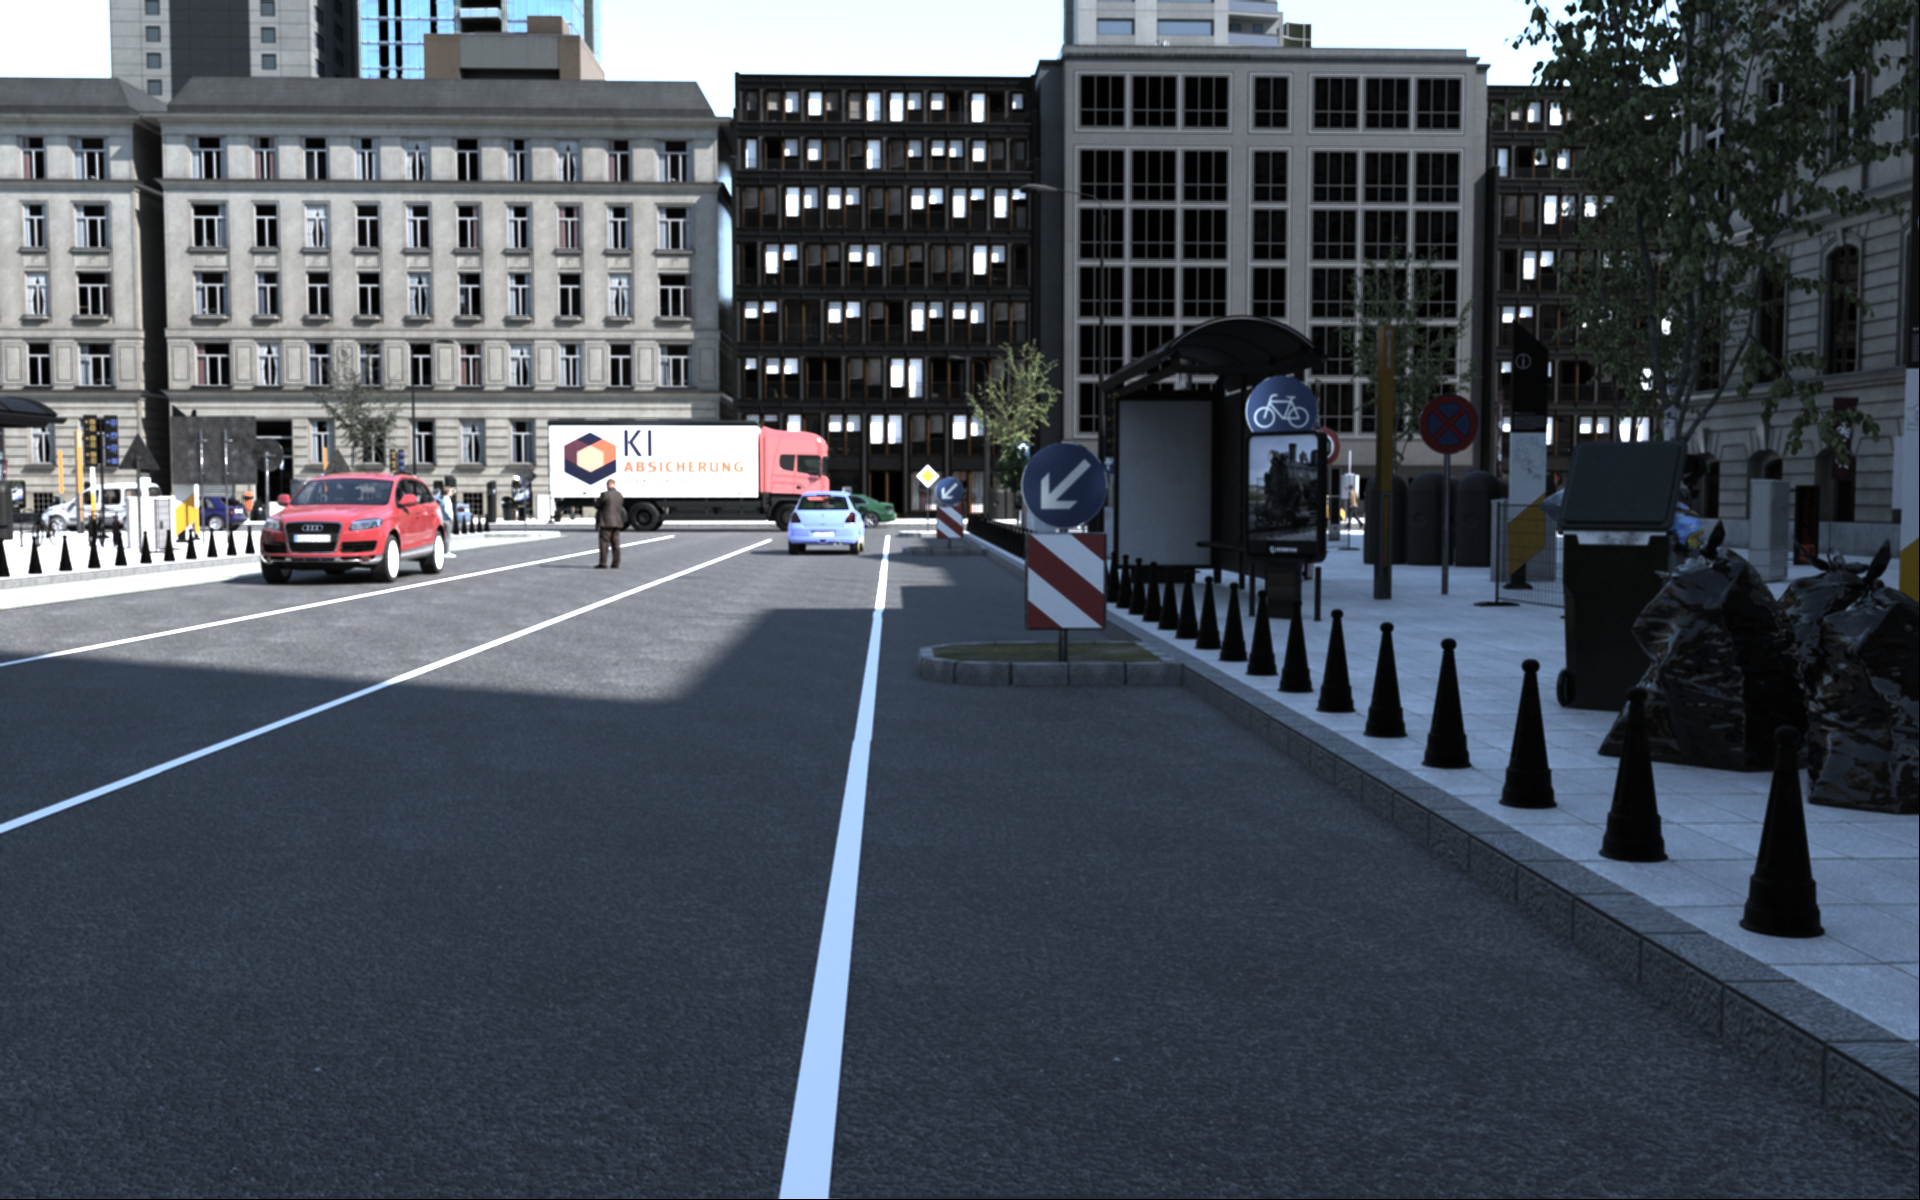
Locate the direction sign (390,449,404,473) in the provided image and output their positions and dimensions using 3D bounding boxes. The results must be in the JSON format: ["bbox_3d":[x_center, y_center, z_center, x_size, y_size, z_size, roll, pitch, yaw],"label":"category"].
[{"bbox_3d":[-28.527,-5.861,87.831,0.379,3.537,0.876,2,4,32],"label":"direction sign"}]

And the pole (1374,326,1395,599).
[{"bbox_3d":[5.175,-1.668,21.118,0.158,3.312,0.155,0,3,0],"label":"pole"}]

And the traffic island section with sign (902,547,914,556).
[{"bbox_3d":[-0.380,-1.990,41.166,1.989,1.847,2.006,0,4,-2],"label":"traffic island section with sign"}]

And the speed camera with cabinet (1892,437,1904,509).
[{"bbox_3d":[15.185,-1.938,26.024,2.038,3.252,0.660,0,4,2],"label":"speed camera with cabinet"}]

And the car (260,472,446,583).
[{"bbox_3d":[-10.267,-1.279,29.592,2.281,1.827,5.304,0,4,-4],"label":"car"}]

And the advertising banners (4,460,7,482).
[{"bbox_3d":[-49.406,-5.621,88.085,2.074,3.025,0.090,0,4,3],"label":"advertising banners"}]

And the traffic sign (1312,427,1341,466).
[{"bbox_3d":[6.804,-2.001,32.821,0.768,2.556,0.104,0,4,7],"label":"traffic sign"}]

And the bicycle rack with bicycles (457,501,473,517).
[{"bbox_3d":[-25.798,-4.538,87.581,2.852,0.926,2.925,-1,4,-21],"label":"bicycle rack with bicycles"}]

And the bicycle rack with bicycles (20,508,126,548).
[{"bbox_3d":[-21.733,-1.788,42.614,2.852,0.926,2.925,-1,4,-15],"label":"bicycle rack with bicycles"}]

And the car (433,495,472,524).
[{"bbox_3d":[-22.153,-3.565,70.297,4.499,1.417,2.014,0,4,-1],"label":"car"}]

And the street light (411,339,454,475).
[{"bbox_3d":[-15.857,-4.861,52.011,1.470,5.913,1.316,0,4,-2],"label":"street light"}]

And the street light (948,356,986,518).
[{"bbox_3d":[0.301,-5.261,58.553,1.470,5.913,1.316,0,4,-2],"label":"street light"}]

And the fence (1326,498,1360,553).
[{"bbox_3d":[8.401,-1.697,38.947,0.480,1.192,2.264,2,4,32],"label":"fence"}]

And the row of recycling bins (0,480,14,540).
[{"bbox_3d":[-27.124,-2.432,46.870,1.069,1.692,3.534,1,4,9],"label":"row of recycling bins"}]

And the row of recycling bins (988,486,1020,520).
[{"bbox_3d":[2.417,-4.957,88.165,1.069,1.692,3.534,2,4,23],"label":"row of recycling bins"}]

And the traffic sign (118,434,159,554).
[{"bbox_3d":[-17.690,-2.282,37.314,0.884,2.594,0.081,0,4,0],"label":"traffic sign"}]

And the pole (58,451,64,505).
[{"bbox_3d":[-42.154,-5.345,81.229,0.158,3.312,0.155,0,3,0],"label":"pole"}]

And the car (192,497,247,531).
[{"bbox_3d":[-30.024,-3.362,67.541,3.894,1.354,1.945,0,4,-2],"label":"car"}]

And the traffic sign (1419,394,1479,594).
[{"bbox_3d":[6.216,-1.347,22.131,0.768,2.556,0.104,0,4,-1],"label":"traffic sign"}]

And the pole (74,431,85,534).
[{"bbox_3d":[-28.366,-3.788,55.782,0.158,3.312,0.155,0,3,0],"label":"pole"}]

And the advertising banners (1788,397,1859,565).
[{"bbox_3d":[15.252,-2.142,31.202,2.074,3.025,0.090,-1,4,-12],"label":"advertising banners"}]

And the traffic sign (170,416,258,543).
[{"bbox_3d":[-19.485,-3.142,45.247,2.265,3.308,0.079,0,4,2],"label":"traffic sign"}]

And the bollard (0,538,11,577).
[{"bbox_3d":[-14.812,-0.657,26.776,0.229,0.601,0.229,0,3,0],"label":"bollard"}]

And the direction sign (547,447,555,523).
[{"bbox_3d":[-18.004,-5.141,76.060,0.379,3.537,0.876,-1,4,-20],"label":"direction sign"}]

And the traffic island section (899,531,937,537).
[{"bbox_3d":[-1.068,-2.223,58.627,2.009,0.180,2.903,0,4,-2],"label":"traffic island section"}]

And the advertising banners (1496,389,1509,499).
[{"bbox_3d":[8.951,-1.967,28.340,0.090,3.025,2.074,1,4,8],"label":"advertising banners"}]

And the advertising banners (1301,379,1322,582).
[{"bbox_3d":[5.207,-1.815,25.860,0.090,3.025,2.074,1,4,21],"label":"advertising banners"}]

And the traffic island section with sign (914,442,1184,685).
[{"bbox_3d":[0.660,-0.325,13.939,1.989,1.847,2.006,0,4,-2],"label":"traffic island section with sign"}]

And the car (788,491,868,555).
[{"bbox_3d":[-3.233,-1.995,42.212,1.945,1.707,3.694,0,4,-1],"label":"car"}]

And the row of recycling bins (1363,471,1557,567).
[{"bbox_3d":[8.917,-1.465,31.061,3.534,1.692,1.069,3,4,36],"label":"row of recycling bins"}]

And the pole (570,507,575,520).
[{"bbox_3d":[-19.016,-5.571,84.936,0.158,3.312,0.155,0,3,0],"label":"pole"}]

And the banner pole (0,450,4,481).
[{"bbox_3d":[-47.781,-5.869,85.967,0.863,3.779,0.401,1,4,12],"label":"banner pole"}]

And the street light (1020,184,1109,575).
[{"bbox_3d":[1.597,-3.280,26.167,1.470,5.913,1.316,0,4,-2],"label":"street light"}]

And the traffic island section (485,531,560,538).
[{"bbox_3d":[-14.599,-2.191,58.111,2.009,0.180,2.903,0,4,-2],"label":"traffic island section"}]

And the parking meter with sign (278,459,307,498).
[{"bbox_3d":[-32.573,-5.446,85.301,1.738,3.016,0.543,0,4,-2],"label":"parking meter with sign"}]

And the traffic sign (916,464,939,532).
[{"bbox_3d":[-1.091,-3.358,58.549,0.795,2.450,0.064,0,4,-2],"label":"traffic sign"}]

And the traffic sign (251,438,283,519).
[{"bbox_3d":[-15.727,-2.399,39.328,0.768,2.556,0.104,0,4,7],"label":"traffic sign"}]

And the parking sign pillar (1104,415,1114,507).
[{"bbox_3d":[5.133,-4.222,57.510,1.447,3.967,1.447,3,5,41],"label":"parking sign pillar"}]

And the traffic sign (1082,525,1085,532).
[{"bbox_3d":[3.608,-3.090,50.521,0.884,2.594,0.081,0,4,2],"label":"traffic sign"}]

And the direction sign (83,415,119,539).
[{"bbox_3d":[-24.674,-3.536,49.812,0.876,3.537,0.379,-2,4,-23],"label":"direction sign"}]

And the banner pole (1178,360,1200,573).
[{"bbox_3d":[3.691,-2.350,28.444,0.401,3.779,0.863,-1,4,-10],"label":"banner pole"}]

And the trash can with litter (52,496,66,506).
[{"bbox_3d":[-45.097,-4.636,87.179,1.055,1.170,0.624,0,4,5],"label":"trash can with litter"}]

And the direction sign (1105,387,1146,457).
[{"bbox_3d":[3.486,-2.727,36.582,0.876,3.537,0.379,2,4,23],"label":"direction sign"}]

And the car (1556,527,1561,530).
[{"bbox_3d":[24.818,-3.362,66.977,4.499,1.417,2.014,0,4,-1],"label":"car"}]

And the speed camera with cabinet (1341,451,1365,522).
[{"bbox_3d":[18.399,-5.155,78.627,2.038,3.252,0.660,2,4,28],"label":"speed camera with cabinet"}]

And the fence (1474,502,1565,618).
[{"bbox_3d":[6.314,-0.467,18.846,0.480,1.192,2.264,0,4,-8],"label":"fence"}]

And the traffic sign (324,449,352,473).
[{"bbox_3d":[-17.872,-3.043,49.760,0.884,2.594,0.081,0,4,1],"label":"traffic sign"}]

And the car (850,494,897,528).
[{"bbox_3d":[-5.177,-3.820,74.248,4.920,1.459,2.131,0,4,-1],"label":"car"}]

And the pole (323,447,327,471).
[{"bbox_3d":[-27.776,-5.017,75.877,0.158,3.312,0.155,0,3,0],"label":"pole"}]

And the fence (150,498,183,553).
[{"bbox_3d":[-17.751,-1.674,38.570,0.480,1.192,2.264,-1,4,-16],"label":"fence"}]

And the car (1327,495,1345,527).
[{"bbox_3d":[14.603,-3.957,74.915,3.980,1.641,2.015,0,4,-3],"label":"car"}]

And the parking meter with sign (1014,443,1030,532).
[{"bbox_3d":[2.419,-3.807,58.511,0.543,3.016,1.738,-1,4,-21],"label":"parking meter with sign"}]

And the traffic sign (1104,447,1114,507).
[{"bbox_3d":[3.946,-2.752,45.105,0.768,2.556,0.104,0,4,-1],"label":"traffic sign"}]

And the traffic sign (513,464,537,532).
[{"bbox_3d":[-14.576,-3.328,58.050,0.795,2.450,0.064,0,4,-2],"label":"traffic sign"}]

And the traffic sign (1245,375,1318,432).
[{"bbox_3d":[3.441,-1.133,18.635,0.768,2.556,0.104,0,4,2],"label":"traffic sign"}]

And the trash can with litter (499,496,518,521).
[{"bbox_3d":[-21.609,-4.377,82.952,0.624,1.170,1.055,0,4,7],"label":"trash can with litter"}]

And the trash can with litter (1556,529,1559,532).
[{"bbox_3d":[20.424,-2.893,58.353,1.678,1.210,2.233,-3,5,-40],"label":"trash can with litter"}]
